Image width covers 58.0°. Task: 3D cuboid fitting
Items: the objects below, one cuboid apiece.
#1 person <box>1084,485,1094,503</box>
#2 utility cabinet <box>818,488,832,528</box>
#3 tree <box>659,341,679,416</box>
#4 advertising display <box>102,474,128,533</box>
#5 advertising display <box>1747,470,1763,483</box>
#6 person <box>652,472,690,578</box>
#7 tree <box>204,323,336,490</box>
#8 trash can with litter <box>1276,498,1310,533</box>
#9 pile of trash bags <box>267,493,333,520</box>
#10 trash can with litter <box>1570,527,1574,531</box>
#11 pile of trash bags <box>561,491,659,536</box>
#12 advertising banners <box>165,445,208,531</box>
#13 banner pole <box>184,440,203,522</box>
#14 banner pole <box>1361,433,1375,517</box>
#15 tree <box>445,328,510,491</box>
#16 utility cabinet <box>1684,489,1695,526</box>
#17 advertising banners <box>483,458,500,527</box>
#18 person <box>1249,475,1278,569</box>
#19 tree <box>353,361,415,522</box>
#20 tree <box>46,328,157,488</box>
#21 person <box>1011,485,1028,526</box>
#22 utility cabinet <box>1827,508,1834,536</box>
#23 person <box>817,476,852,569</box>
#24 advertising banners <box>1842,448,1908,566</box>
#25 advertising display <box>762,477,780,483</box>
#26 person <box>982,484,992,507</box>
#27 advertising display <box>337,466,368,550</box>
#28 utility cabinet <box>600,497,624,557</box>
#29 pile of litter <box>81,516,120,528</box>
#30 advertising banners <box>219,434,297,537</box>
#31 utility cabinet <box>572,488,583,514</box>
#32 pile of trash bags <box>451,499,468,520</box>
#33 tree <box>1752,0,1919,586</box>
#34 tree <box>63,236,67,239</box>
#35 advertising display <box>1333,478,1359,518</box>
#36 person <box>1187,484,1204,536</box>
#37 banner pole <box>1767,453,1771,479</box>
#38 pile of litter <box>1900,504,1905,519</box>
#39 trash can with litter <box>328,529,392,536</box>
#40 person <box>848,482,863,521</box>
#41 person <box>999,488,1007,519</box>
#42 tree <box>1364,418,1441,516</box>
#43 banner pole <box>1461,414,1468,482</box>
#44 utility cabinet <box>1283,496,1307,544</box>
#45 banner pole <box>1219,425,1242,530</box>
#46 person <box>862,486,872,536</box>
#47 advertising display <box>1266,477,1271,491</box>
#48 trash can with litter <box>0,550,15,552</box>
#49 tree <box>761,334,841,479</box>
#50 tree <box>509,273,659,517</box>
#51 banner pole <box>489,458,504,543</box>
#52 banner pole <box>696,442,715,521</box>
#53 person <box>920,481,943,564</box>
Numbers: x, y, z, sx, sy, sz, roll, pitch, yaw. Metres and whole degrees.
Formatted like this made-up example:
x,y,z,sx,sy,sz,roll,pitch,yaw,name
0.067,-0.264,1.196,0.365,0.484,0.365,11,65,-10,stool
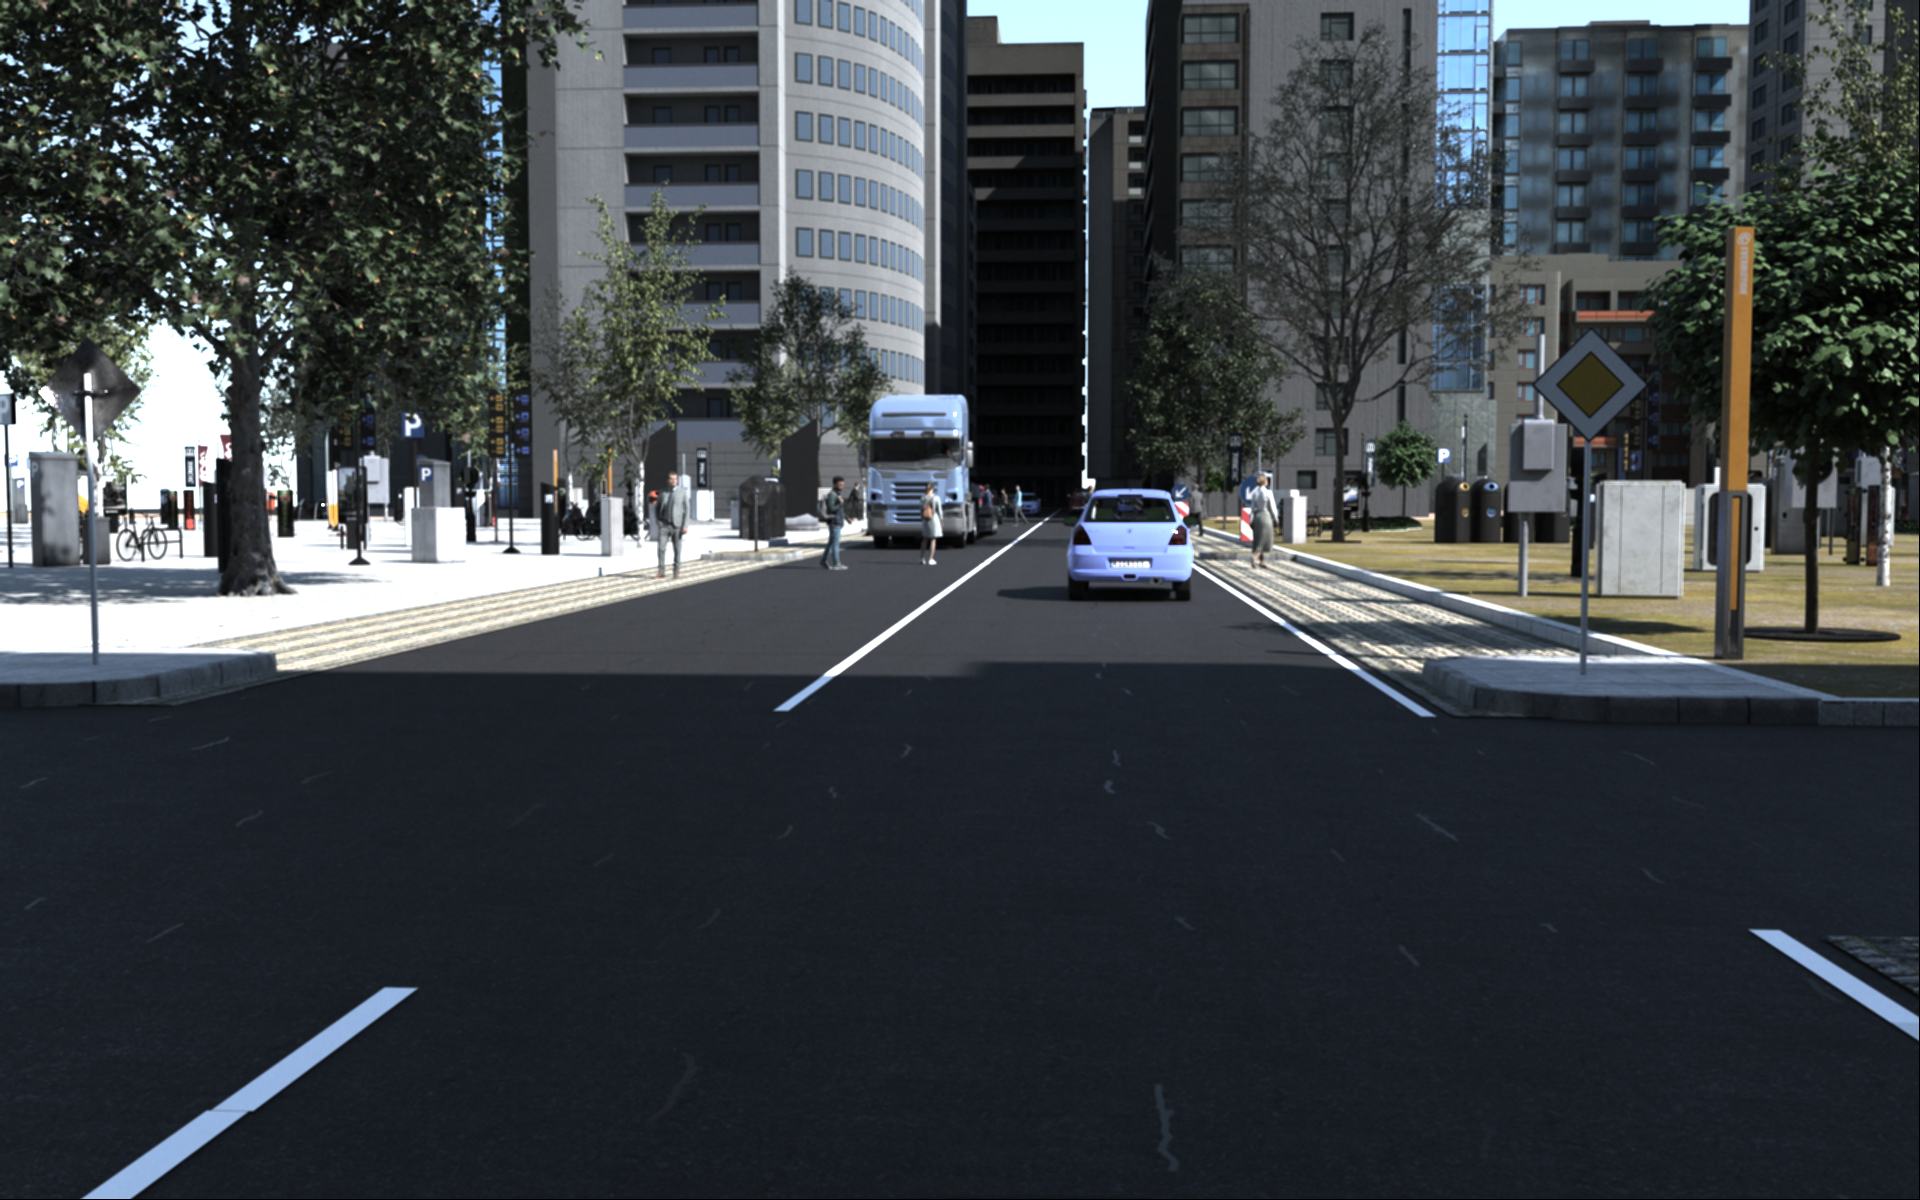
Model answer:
x,y,z,sx,sy,sz,roll,pitch,yaw,name
4.676,-3.216,61.631,0.362,1.759,0.519,-3,5,-43,person
-5.114,-3.361,63.637,1.173,1.500,0.318,-1,4,-19,utility cabinet
-13.419,-7.342,70.409,4.360,8.622,3.978,0,3,0,tree
-27.668,-3.134,56.460,0.974,1.923,0.123,-1,4,-10,advertising display
21.357,-2.573,47.290,0.974,1.923,0.123,1,4,10,advertising display
-4.889,-1.268,29.332,0.635,1.810,0.391,0,4,-2,person
-28.610,-7.361,70.711,4.360,8.622,3.978,0,3,0,tree
10.665,-2.696,55.469,1.055,1.170,0.624,-3,4,-36,trash can with litter
-32.791,-4.671,86.118,3.447,1.369,1.912,-2,4,-24,pile of trash bags
20.722,-2.997,60.061,1.678,1.210,2.233,-2,4,-33,trash can with litter
-10.781,-2.750,54.712,3.447,1.369,1.912,-3,5,-44,pile of trash bags
-27.447,-3.998,61.561,0.090,3.025,2.074,1,4,20,advertising banners
-35.185,-5.479,79.605,0.863,3.779,0.401,-2,4,-24,banner pole
16.594,-4.929,70.614,0.863,3.779,0.401,-2,4,-24,banner pole
-20.957,-7.709,76.401,4.737,8.622,4.395,0,3,0,tree
28.917,-3.702,69.203,1.173,1.500,0.318,0,4,5,utility cabinet
-18.165,-4.351,67.323,0.090,3.025,2.074,0,4,2,advertising banners
5.725,-1.481,32.944,0.641,1.798,0.478,-3,4,-38,person
-26.418,-7.850,78.703,4.360,8.622,3.978,0,3,0,tree
-30.335,-6.778,61.182,4.360,8.622,3.978,0,3,0,tree
2.682,-4.267,78.135,0.748,1.841,0.638,1,4,11,person
26.570,-2.550,52.850,0.306,1.237,1.020,-1,4,-19,utility cabinet
-2.379,-1.477,32.991,0.721,1.781,0.623,-1,4,-11,person
16.278,-2.117,30.796,0.090,3.025,2.074,0,4,2,advertising banners
-7.385,-3.734,66.270,0.974,1.923,0.123,0,4,2,advertising display
0.990,-3.401,64.297,0.419,1.800,0.721,-1,4,-11,person
-14.069,-2.134,40.111,0.974,1.923,0.123,2,4,35,advertising display
-7.209,-1.514,35.913,0.306,1.237,1.020,-1,4,-22,utility cabinet
-32.599,-3.158,65.606,1.176,0.858,1.719,2,4,25,pile of litter
-20.622,-3.348,50.926,2.074,3.025,0.090,-2,4,-29,advertising banners
-14.084,-3.352,63.489,0.318,1.500,1.173,0,4,-4,utility cabinet
-24.924,-4.705,86.683,1.912,1.369,3.447,1,4,21,pile of trash bags
13.018,-4.487,23.717,4.737,8.622,4.395,0,3,0,tree
-24.715,-5.972,48.013,4.737,8.622,4.395,0,3,0,tree
15.181,-3.847,68.106,0.974,1.923,0.123,1,4,9,advertising display
7.962,-3.069,59.077,0.661,1.777,0.834,-3,5,-43,person
23.582,-3.699,50.491,0.401,3.779,0.863,2,4,31,banner pole
43.383,-4.047,80.135,1.176,0.858,1.719,3,4,39,pile of litter
-18.522,-2.560,52.918,1.678,1.210,2.233,-3,5,-40,trash can with litter
-4.977,-4.736,83.254,0.755,1.850,0.659,-1,4,-21,person
2.350,-5.564,100.006,0.750,1.759,0.617,0,4,1,person
19.178,-5.589,75.091,4.285,4.588,4.351,0,3,0,tree
15.649,-3.902,53.810,0.401,3.779,0.863,2,4,27,banner pole
8.742,-2.087,45.280,0.306,1.237,1.020,2,4,31,utility cabinet
9.748,-4.422,62.310,0.863,3.779,0.401,2,4,25,banner pole
-3.024,-3.102,58.581,0.474,1.900,0.648,-1,4,-21,person
11.554,-3.650,64.883,0.123,1.923,0.974,0,4,7,advertising display
-21.510,-1.626,37.644,1.678,1.210,2.233,-1,4,-17,trash can with litter
-8.289,-7.844,78.619,4.737,8.622,4.395,0,3,0,tree
-12.989,-6.621,58.615,4.360,8.622,3.978,0,3,0,tree
-12.348,-3.432,46.123,0.401,3.779,0.863,-1,4,-9,banner pole
-12.185,-5.682,82.913,0.863,3.779,0.401,-1,4,-9,banner pole
-0.612,-1.584,35.410,0.512,1.701,0.522,1,4,13,person
